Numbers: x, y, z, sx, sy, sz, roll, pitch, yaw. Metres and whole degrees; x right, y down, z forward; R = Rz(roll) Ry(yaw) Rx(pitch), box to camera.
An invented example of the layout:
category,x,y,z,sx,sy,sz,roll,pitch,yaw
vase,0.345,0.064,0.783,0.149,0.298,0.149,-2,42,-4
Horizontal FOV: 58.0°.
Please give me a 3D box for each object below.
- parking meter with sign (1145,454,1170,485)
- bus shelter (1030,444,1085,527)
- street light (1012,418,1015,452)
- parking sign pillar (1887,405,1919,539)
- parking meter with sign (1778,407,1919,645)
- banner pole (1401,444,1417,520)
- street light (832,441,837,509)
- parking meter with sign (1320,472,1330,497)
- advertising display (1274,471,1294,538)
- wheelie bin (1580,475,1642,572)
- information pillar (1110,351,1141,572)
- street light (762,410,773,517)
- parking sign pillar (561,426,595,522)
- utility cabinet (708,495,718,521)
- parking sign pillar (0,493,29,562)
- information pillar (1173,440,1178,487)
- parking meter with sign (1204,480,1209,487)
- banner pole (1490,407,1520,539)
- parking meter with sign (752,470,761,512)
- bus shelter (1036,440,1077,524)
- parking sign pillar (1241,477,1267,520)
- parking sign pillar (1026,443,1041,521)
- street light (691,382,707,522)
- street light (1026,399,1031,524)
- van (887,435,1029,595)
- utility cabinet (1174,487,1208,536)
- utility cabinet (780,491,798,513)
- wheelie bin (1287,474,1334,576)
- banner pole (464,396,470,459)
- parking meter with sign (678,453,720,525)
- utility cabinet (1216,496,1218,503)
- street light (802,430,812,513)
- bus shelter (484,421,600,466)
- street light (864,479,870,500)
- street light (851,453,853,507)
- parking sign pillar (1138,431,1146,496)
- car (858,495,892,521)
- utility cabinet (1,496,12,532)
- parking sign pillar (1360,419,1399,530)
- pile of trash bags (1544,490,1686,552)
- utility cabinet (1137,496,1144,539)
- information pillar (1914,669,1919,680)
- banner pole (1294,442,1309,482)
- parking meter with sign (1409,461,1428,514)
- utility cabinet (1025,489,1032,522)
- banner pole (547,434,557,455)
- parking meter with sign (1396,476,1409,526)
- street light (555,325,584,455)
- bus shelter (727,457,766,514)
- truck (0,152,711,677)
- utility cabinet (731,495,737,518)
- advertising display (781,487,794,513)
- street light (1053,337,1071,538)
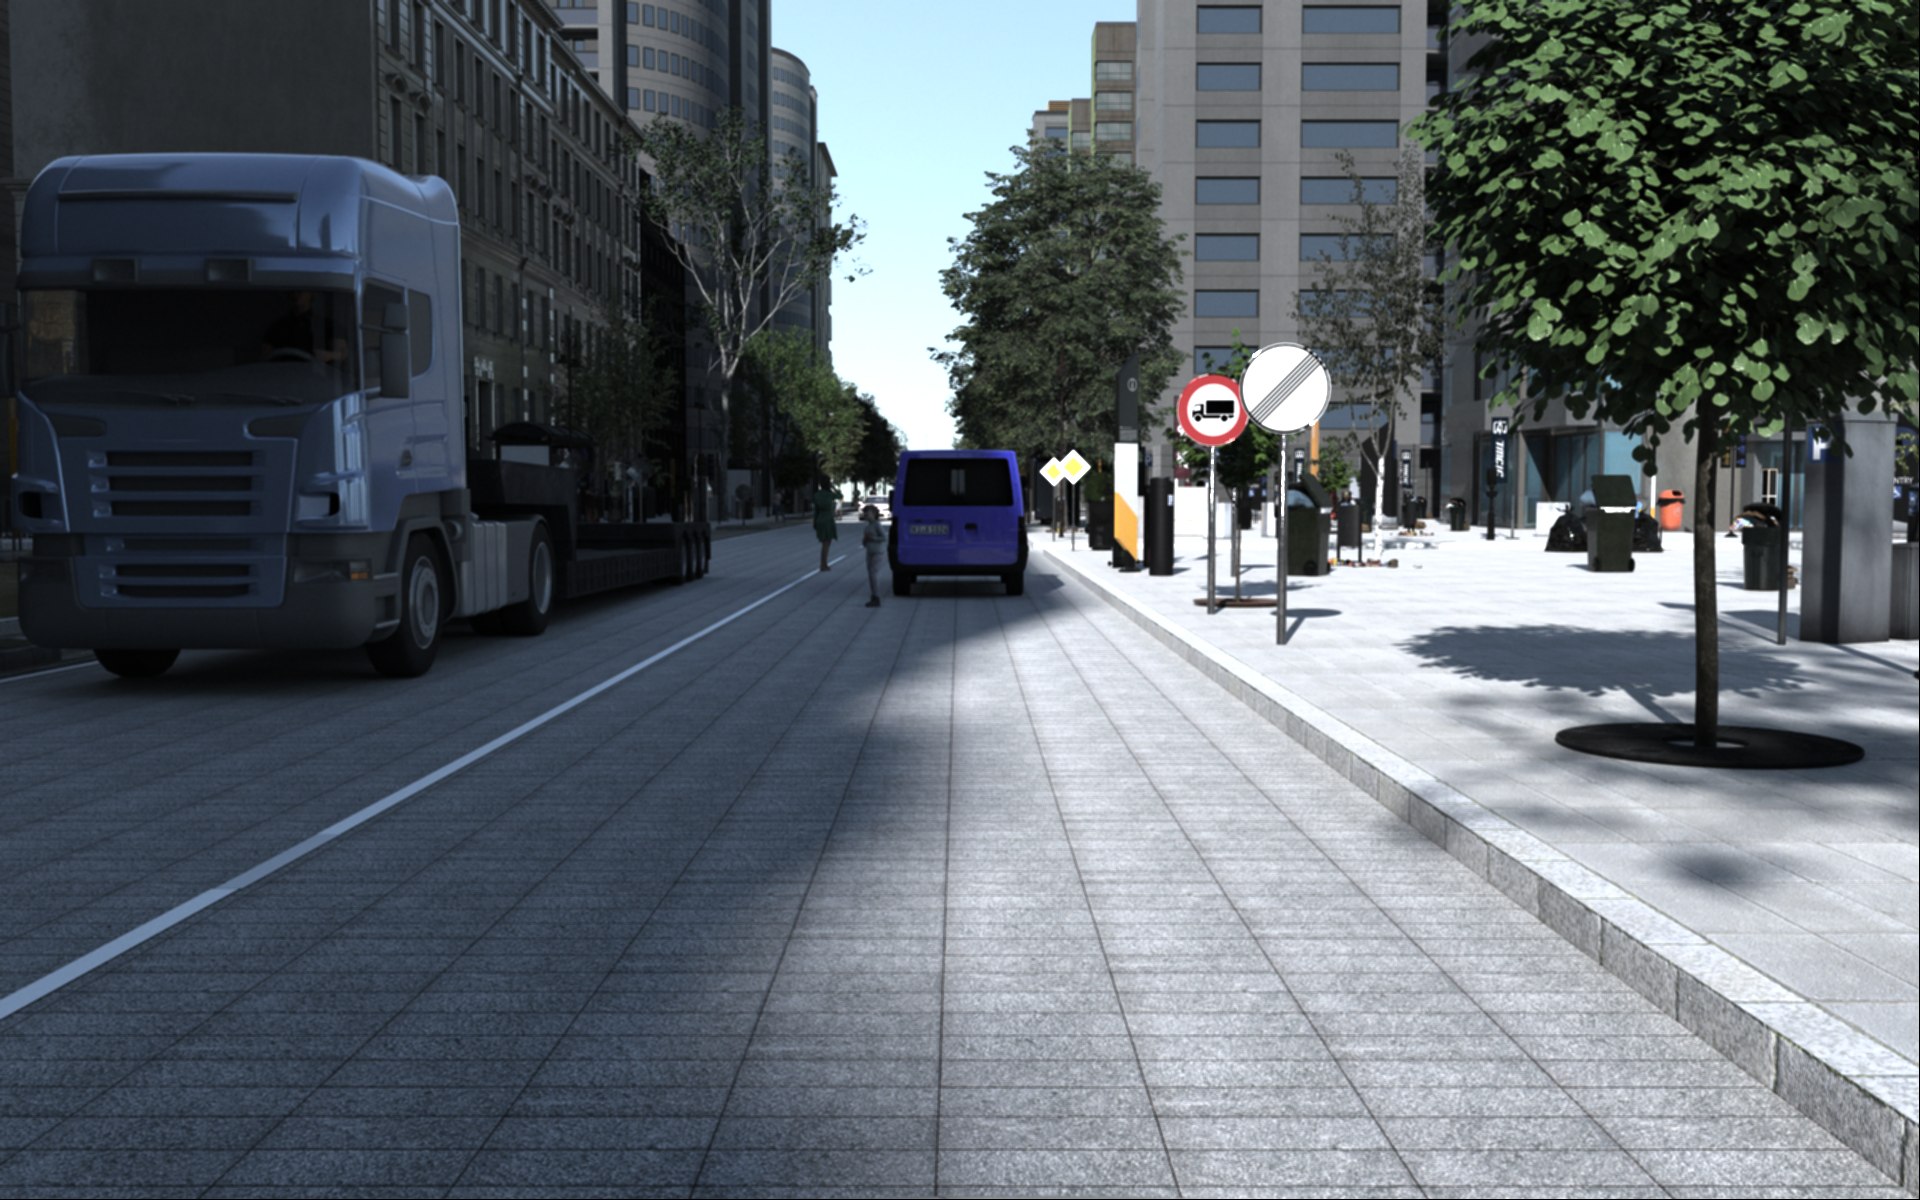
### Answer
category,x,y,z,sx,sy,sz,roll,pitch,yaw
parking meter with sign,8.710,-4.828,75.199,0.543,3.016,1.738,-3,4,-39
bus shelter,3.925,-4.663,70.162,2.014,3.302,5.546,0,3,0
street light,3.077,-7.674,98.256,0.468,5.910,1.993,0,3,0
parking sign pillar,27.048,-3.752,49.819,1.447,3.967,1.447,-2,4,-30
parking meter with sign,7.731,-1.146,14.994,1.738,3.016,0.543,-2,4,-26
banner pole,22.376,-5.890,86.324,0.863,3.779,0.401,0,4,1
street light,-10.697,-10.690,147.562,0.468,5.910,1.993,0,3,0
parking meter with sign,14.709,-4.615,71.712,0.543,3.016,1.738,-2,4,-30
advertising display,9.292,-2.721,49.705,0.123,1.923,0.974,-1,4,-17
wheelie bin,10.697,-1.265,28.584,0.980,1.594,0.693,0,4,0
information pillar,2.734,-2.262,28.346,0.504,3.616,0.183,-3,5,-42
street light,-10.616,-7.516,95.679,0.468,5.910,1.993,0,3,0
parking sign pillar,-15.065,-4.877,68.212,1.447,3.967,1.447,1,4,19
utility cabinet,-11.643,-4.363,82.489,1.020,1.237,0.306,-1,4,-17
parking sign pillar,-18.561,-2.717,32.891,1.447,3.967,1.447,-2,4,-35
information pillar,6.997,-3.971,56.287,0.183,3.616,0.504,0,4,-2
parking meter with sign,12.577,-5.581,87.507,0.543,3.016,1.738,1,4,18
banner pole,15.595,-3.641,49.545,0.863,3.779,0.401,1,4,22
parking meter with sign,-14.801,-7.635,121.098,1.738,3.016,0.543,1,4,12
bus shelter,4.293,-5.249,77.102,1.731,3.624,6.357,0,3,0
parking sign pillar,14.604,-5.963,85.963,1.447,3.967,1.447,-3,5,-40
parking sign pillar,3.483,-5.815,83.550,1.447,3.967,1.447,0,4,-7
street light,-10.717,-6.033,71.429,0.468,5.910,1.993,0,3,0
street light,2.970,-6.245,74.888,0.468,5.910,1.993,0,3,0
van,-0.024,-1.332,26.169,2.240,2.365,5.245,0,3,0
utility cabinet,7.019,-2.708,52.949,1.173,1.500,0.318,1,4,16
utility cabinet,-11.741,-6.736,118.806,1.173,1.500,0.318,-2,4,-30
wheelie bin,5.446,-1.184,27.274,0.693,1.594,0.980,2,4,31
banner pole,-11.358,-2.981,38.761,0.863,3.779,0.401,0,4,-2
parking meter with sign,-10.966,-4.682,72.810,1.738,3.016,0.543,0,4,-1
utility cabinet,10.335,-3.760,72.629,1.020,1.237,0.306,-2,4,-27
street light,-10.657,-8.945,119.046,0.468,5.910,1.993,0,3,0
bus shelter,-12.073,-3.459,50.478,2.014,3.302,5.546,0,4,0
street light,-10.696,-13.548,194.297,0.468,5.910,1.993,0,3,0
street light,-10.662,-12.119,170.930,0.468,5.910,1.993,0,3,0
parking sign pillar,7.023,-5.051,71.064,1.447,3.967,1.447,-3,4,-38
car,-4.501,-5.072,95.286,2.083,1.381,4.827,0,4,2
utility cabinet,-32.263,-2.927,59.020,0.306,1.237,1.020,2,4,33
parking sign pillar,15.122,-4.530,62.538,1.447,3.967,1.447,-3,5,-44
pile of trash bags,14.874,-1.769,38.682,3.447,1.369,1.912,-2,4,-28
utility cabinet,5.204,-2.369,49.903,1.020,1.237,0.306,-2,4,-25
information pillar,6.749,-1.258,11.919,0.183,3.616,0.504,1,4,19
banner pole,16.459,-5.699,83.189,0.863,3.779,0.401,1,4,20
parking meter with sign,23.928,-5.856,92.004,1.738,3.016,0.543,1,4,15
utility cabinet,2.942,-4.319,79.294,0.318,1.500,1.173,1,4,22
banner pole,-15.099,-4.530,64.083,0.401,3.779,0.863,-3,5,-42
parking meter with sign,17.122,-4.418,68.488,0.543,3.016,1.738,2,4,31
street light,-10.684,-4.569,47.491,0.468,5.910,1.993,0,3,0
bus shelter,-12.176,-6.330,97.420,2.014,3.302,5.546,0,4,0
truck,-5.449,-1.882,20.523,2.967,4.110,18.799,0,4,0
utility cabinet,-11.917,-4.916,91.536,0.306,1.237,1.020,0,4,-5
advertising display,-11.727,-6.879,117.681,0.974,1.923,0.123,-2,4,-33
street light,2.994,-4.783,50.997,0.468,5.910,1.993,0,3,0
